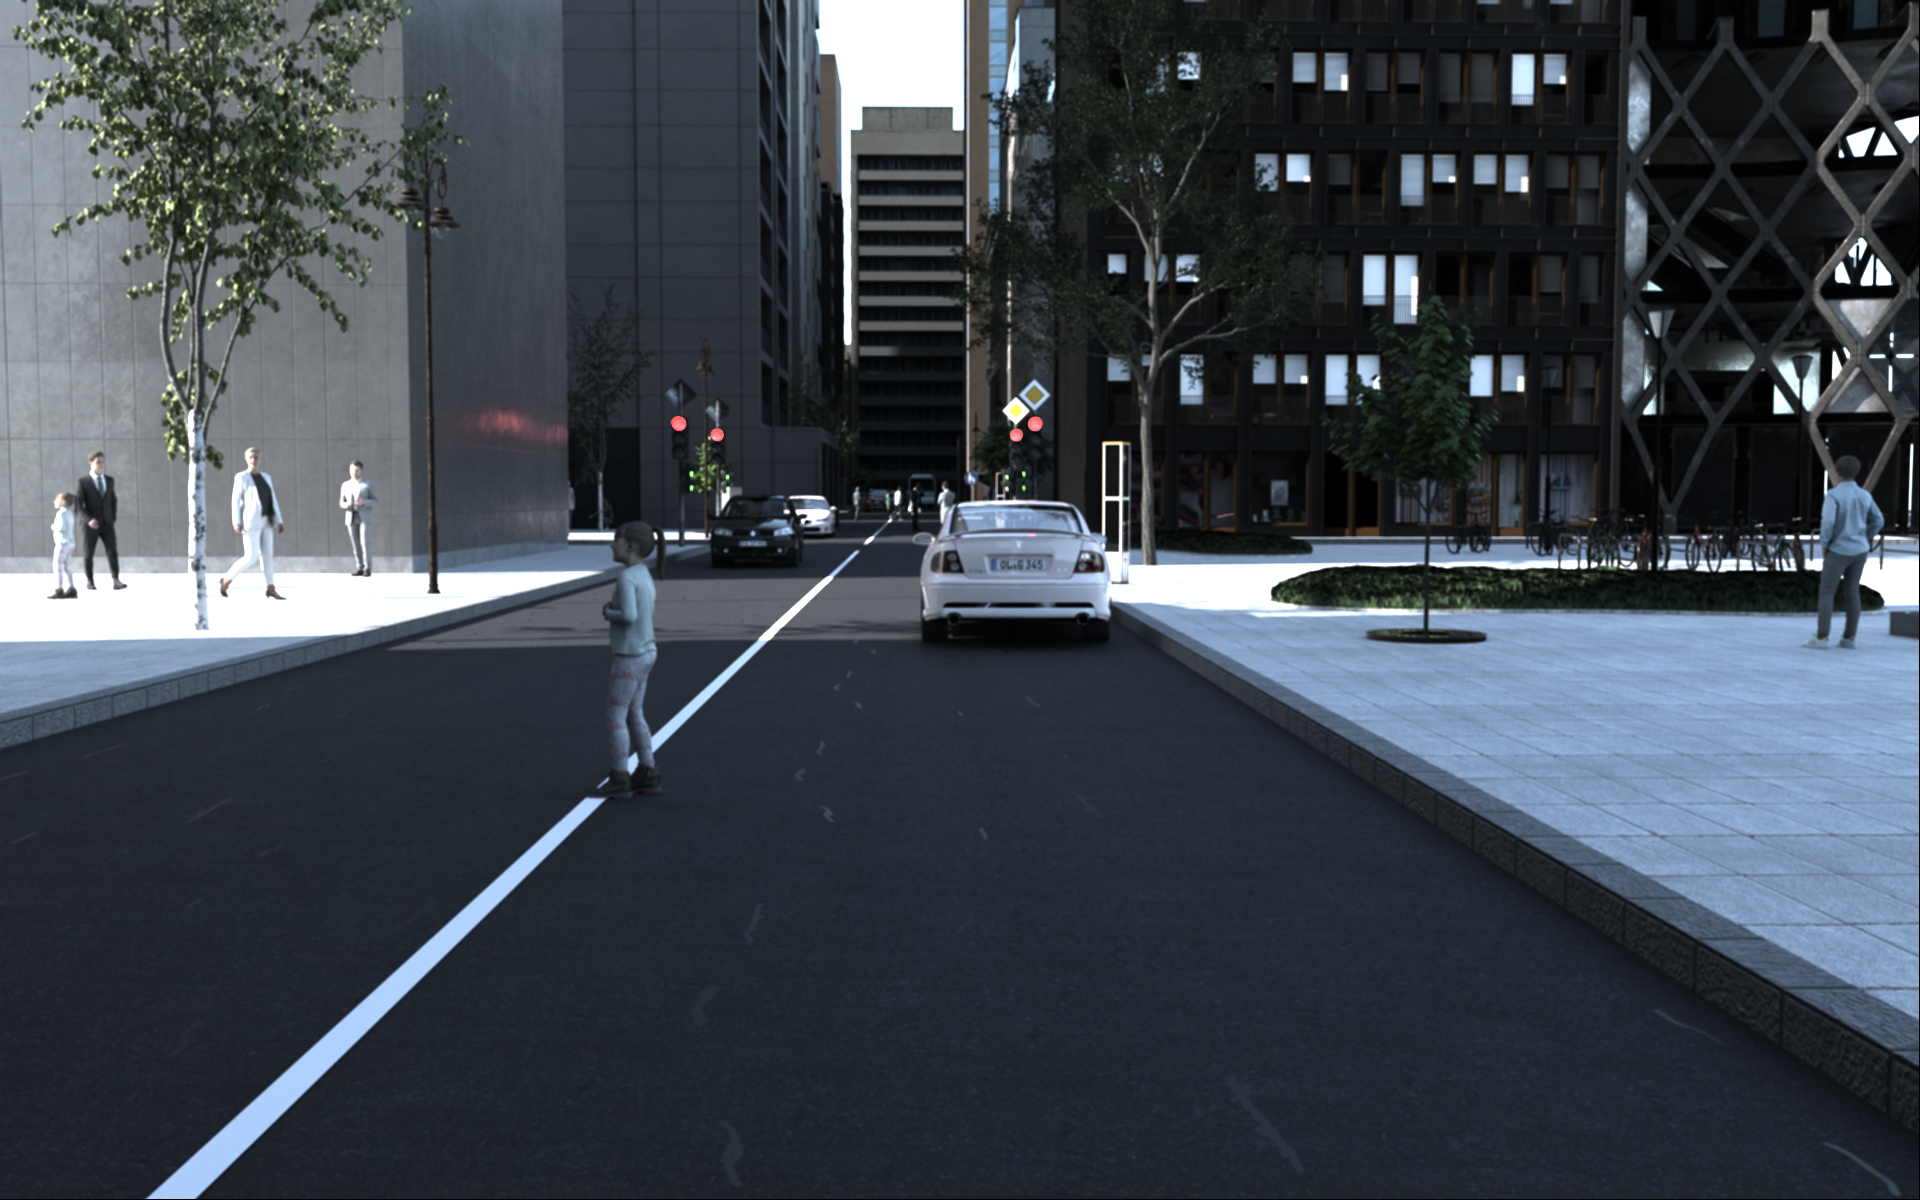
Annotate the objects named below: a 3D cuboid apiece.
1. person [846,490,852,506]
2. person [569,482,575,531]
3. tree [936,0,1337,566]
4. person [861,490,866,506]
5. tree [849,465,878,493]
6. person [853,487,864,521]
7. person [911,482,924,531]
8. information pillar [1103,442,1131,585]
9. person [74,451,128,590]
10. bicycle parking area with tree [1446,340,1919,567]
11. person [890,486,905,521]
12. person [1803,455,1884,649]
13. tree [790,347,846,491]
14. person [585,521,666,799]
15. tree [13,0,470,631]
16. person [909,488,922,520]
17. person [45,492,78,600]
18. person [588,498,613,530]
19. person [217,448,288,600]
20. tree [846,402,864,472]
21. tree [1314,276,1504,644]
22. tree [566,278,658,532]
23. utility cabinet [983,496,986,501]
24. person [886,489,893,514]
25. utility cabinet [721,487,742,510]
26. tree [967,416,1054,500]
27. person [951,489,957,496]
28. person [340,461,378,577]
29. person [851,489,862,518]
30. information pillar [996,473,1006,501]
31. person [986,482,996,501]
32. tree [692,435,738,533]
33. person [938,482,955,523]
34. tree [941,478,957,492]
[{"bbox_3d":[-12.135,-11.132,188.597,0.990,1.755,0.434,-3,5,-44],"label":"person"},{"bbox_3d":[-12.160,-2.868,53.115,0.709,1.800,0.728,-1,4,-19],"label":"person"},{"bbox_3d":[3.073,-5.884,30.617,7.601,10.594,8.767,-2,4,-24],"label":"tree"},{"bbox_3d":[-10.534,-11.178,189.467,0.621,1.740,0.551,0,4,-6],"label":"person"},{"bbox_3d":[-10.996,-13.104,197.955,4.285,4.588,4.351,0,3,0],"label":"tree"},{"bbox_3d":[-5.392,-5.123,92.435,0.590,1.801,0.661,-3,4,-39],"label":"person"},{"bbox_3d":[-1.649,-3.663,67.746,0.474,1.900,0.648,1,4,9],"label":"person"},{"bbox_3d":[2.220,-1.230,24.595,0.304,2.012,0.304,2,4,28],"label":"information pillar"},{"bbox_3d":[-11.439,-1.057,23.097,0.755,1.850,0.659,3,4,37],"label":"person"},{"bbox_3d":[15.440,-3.091,37.537,9.016,4.147,8.231,-3,5,-39],"label":"bicycle parking area with tree"},{"bbox_3d":[-3.369,-5.195,93.290,0.795,1.843,0.661,-2,4,-25],"label":"person"},{"bbox_3d":[7.384,-0.404,14.458,0.589,1.601,0.330,0,4,-2],"label":"person"},{"bbox_3d":[-8.485,-8.284,85.810,4.737,8.622,4.395,0,3,0],"label":"tree"},{"bbox_3d":[-1.585,0.279,8.210,0.394,1.301,0.425,-1,4,-13],"label":"person"},{"bbox_3d":[-7.009,-4.030,16.251,4.737,8.622,4.395,0,3,0],"label":"tree"},{"bbox_3d":[-2.353,-5.003,90.653,0.694,1.780,0.624,0,4,3],"label":"person"},{"bbox_3d":[-10.972,-0.662,21.151,0.394,1.301,0.425,-2,4,-28],"label":"person"},{"bbox_3d":[-12.755,-3.105,62.306,1.012,1.151,0.738,2,4,35],"label":"person"},{"bbox_3d":[-8.563,-0.918,20.931,0.818,1.842,0.514,0,4,5],"label":"person"},{"bbox_3d":[-8.965,-10.545,122.766,4.737,8.622,4.395,0,3,0],"label":"tree"},{"bbox_3d":[4.237,-1.269,15.347,1.663,3.219,1.824,0,3,0],"label":"tree"},{"bbox_3d":[-12.375,-6.598,58.235,4.360,8.622,3.978,0,3,0],"label":"tree"},{"bbox_3d":[1.161,-3.944,75.640,0.306,1.237,1.020,0,4,-4],"label":"utility cabinet"},{"bbox_3d":[-5.155,-7.111,125.004,0.600,1.795,0.529,2,4,27],"label":"person"},{"bbox_3d":[-7.198,-2.803,54.505,0.318,1.500,1.173,1,4,12],"label":"utility cabinet"},{"bbox_3d":[1.968,-4.996,65.397,4.285,4.588,4.351,0,3,0],"label":"tree"},{"bbox_3d":[-0.896,-10.825,183.112,1.350,1.814,0.705,-1,4,-12],"label":"person"},{"bbox_3d":[-9.365,-1.262,26.877,0.606,1.804,0.583,0,4,2],"label":"person"},{"bbox_3d":[-6.114,-5.709,102.020,0.721,1.800,0.419,1,4,18],"label":"person"},{"bbox_3d":[1.420,-3.379,59.734,0.304,2.012,0.304,1,4,10],"label":"information pillar"},{"bbox_3d":[1.333,-4.044,72.040,0.514,1.842,0.818,0,4,-3],"label":"person"},{"bbox_3d":[-8.227,-3.799,56.709,1.663,3.219,1.824,0,3,0],"label":"tree"},{"bbox_3d":[-0.417,-2.605,51.265,0.511,1.800,0.466,-3,5,-41],"label":"person"},{"bbox_3d":[-1.303,-11.772,187.068,1.663,3.219,1.824,0,3,0],"label":"tree"}]
